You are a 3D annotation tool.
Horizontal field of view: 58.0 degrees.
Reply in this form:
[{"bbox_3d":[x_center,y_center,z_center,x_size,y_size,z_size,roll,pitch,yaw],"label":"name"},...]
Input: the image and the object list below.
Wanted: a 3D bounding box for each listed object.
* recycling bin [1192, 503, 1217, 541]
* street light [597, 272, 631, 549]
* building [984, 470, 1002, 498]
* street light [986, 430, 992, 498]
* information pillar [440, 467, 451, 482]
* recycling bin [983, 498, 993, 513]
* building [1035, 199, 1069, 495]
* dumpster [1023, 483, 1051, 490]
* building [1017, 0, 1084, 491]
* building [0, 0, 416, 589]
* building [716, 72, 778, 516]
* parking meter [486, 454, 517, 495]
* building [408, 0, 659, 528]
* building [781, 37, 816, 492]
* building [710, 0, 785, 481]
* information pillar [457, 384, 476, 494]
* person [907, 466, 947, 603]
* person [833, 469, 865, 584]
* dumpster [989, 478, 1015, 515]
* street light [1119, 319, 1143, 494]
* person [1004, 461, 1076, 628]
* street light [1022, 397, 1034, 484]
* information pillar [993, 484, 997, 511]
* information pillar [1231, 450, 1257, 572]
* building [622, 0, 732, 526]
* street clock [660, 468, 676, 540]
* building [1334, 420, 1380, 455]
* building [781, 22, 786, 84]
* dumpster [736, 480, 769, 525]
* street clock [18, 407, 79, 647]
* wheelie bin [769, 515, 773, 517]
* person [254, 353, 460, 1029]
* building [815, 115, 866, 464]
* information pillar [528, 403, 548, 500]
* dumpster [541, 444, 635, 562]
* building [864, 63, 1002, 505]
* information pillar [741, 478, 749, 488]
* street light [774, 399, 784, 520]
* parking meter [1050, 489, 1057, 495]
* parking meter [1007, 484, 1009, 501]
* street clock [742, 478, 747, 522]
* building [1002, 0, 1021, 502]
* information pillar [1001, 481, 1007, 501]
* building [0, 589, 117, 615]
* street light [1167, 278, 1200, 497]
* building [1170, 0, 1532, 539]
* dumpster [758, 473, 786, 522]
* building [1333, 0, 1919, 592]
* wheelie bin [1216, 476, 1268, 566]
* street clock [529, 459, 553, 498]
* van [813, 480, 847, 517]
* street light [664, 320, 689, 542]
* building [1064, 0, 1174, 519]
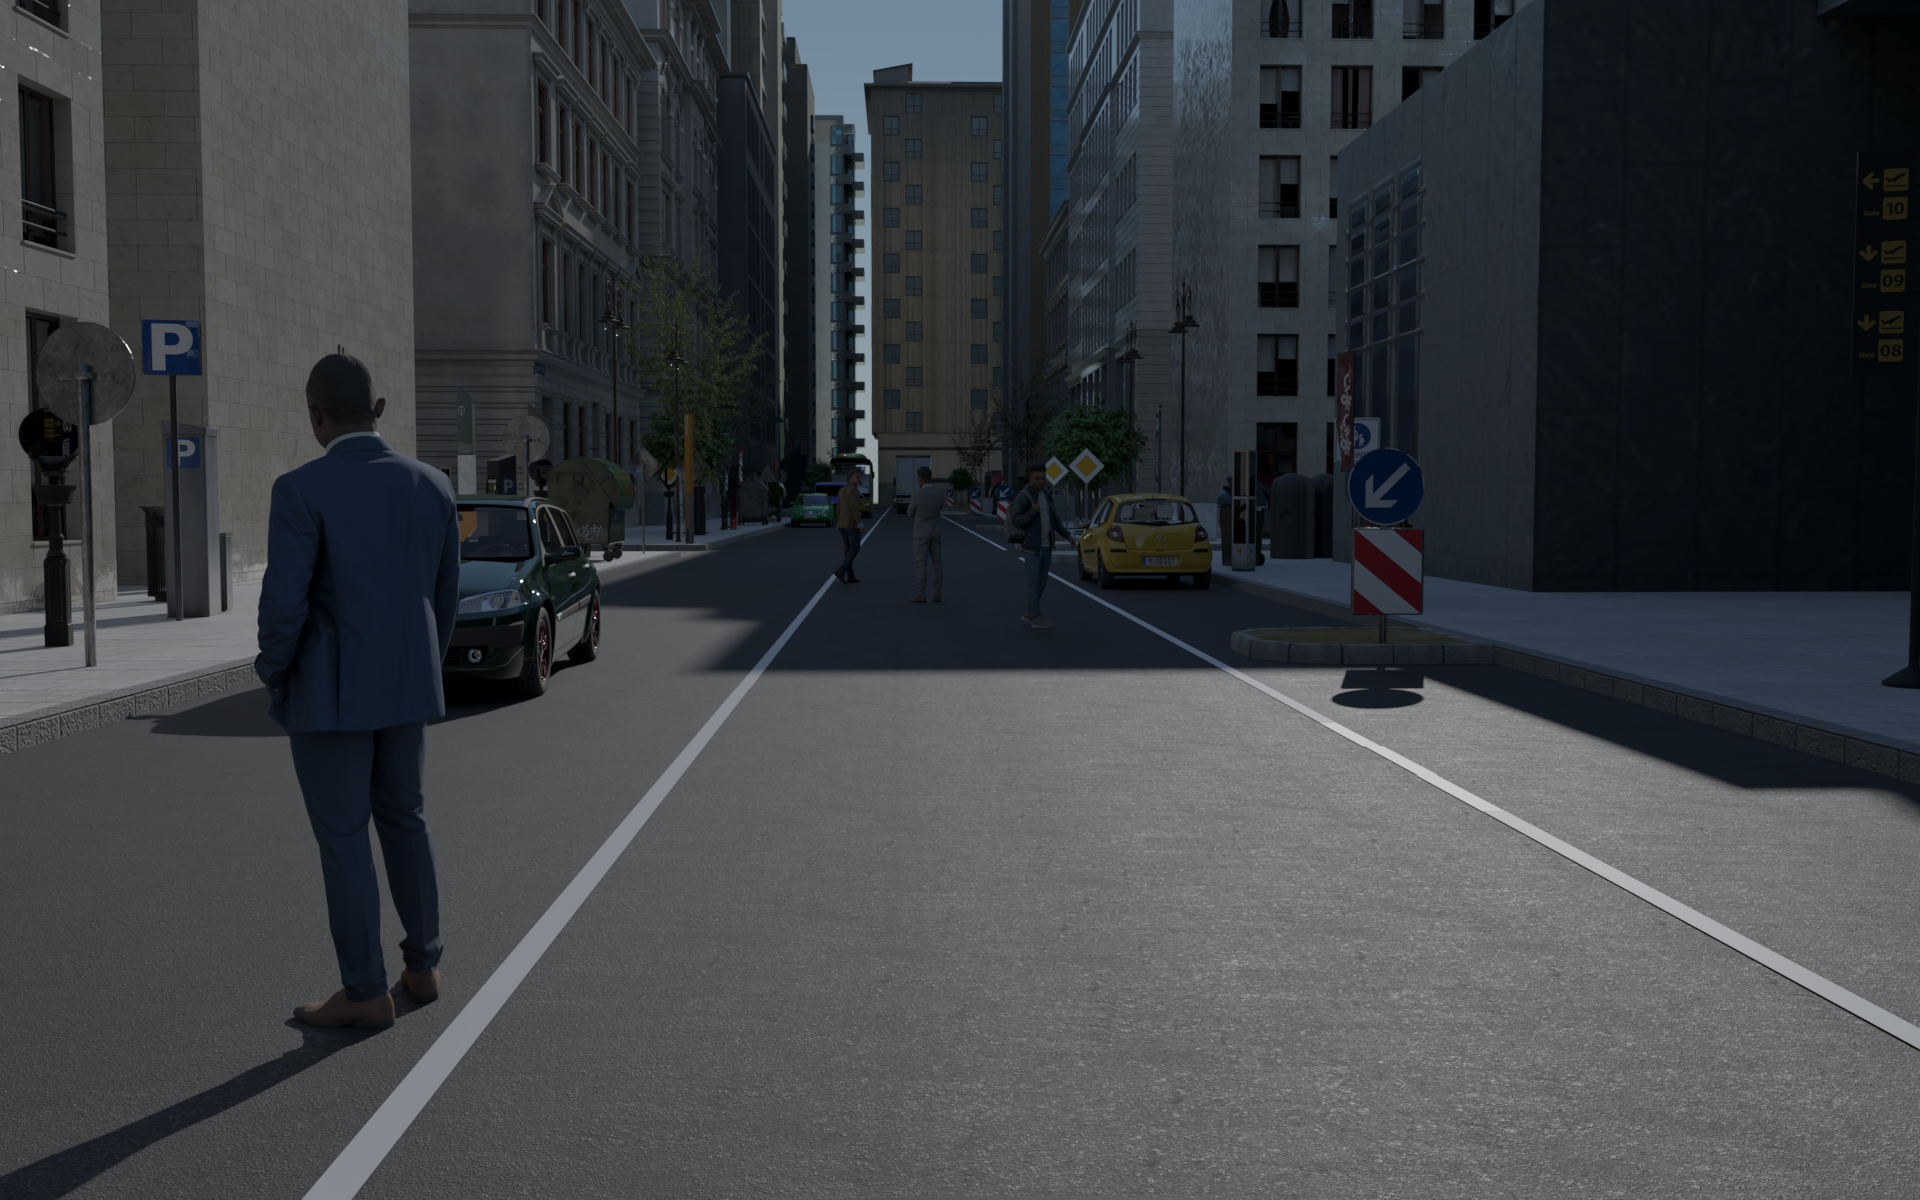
[{"bbox_3d":[6.647,-2.162,47.906,0.722,1.027,0.722,-1,4,-12],"label":"recycling bin"},{"bbox_3d":[-7.233,-3.886,36.317,0.468,5.910,1.993,0,4,-2],"label":"street light"},{"bbox_3d":[13.298,-45.470,181.689,20.563,71.187,20.611,0,4,-2],"label":"building"},{"bbox_3d":[1.993,-9.008,120.065,0.468,5.910,1.993,0,4,-2],"label":"street light"},{"bbox_3d":[-14.158,-2.643,47.709,0.304,2.012,0.304,-1,4,-15],"label":"information pillar"},{"bbox_3d":[1.891,-6.322,115.913,0.722,1.027,0.722,0,4,1],"label":"recycling bin"},{"bbox_3d":[11.375,-16.761,110.192,11.583,22.565,21.152,0,4,-2],"label":"building"},{"bbox_3d":[3.534,-4.498,79.300,1.264,1.857,1.865,0,4,-2],"label":"dumpster"},{"bbox_3d":[11.883,-29.733,136.249,14.600,45.320,14.200,0,4,-2],"label":"building"},{"bbox_3d":[-19.098,-10.637,28.664,16.860,20.320,10.420,0,4,-2],"label":"building"},{"bbox_3d":[-18.974,-19.034,104.717,14.314,27.812,24.014,0,4,-2],"label":"building"},{"bbox_3d":[-6.692,-1.199,25.317,0.255,1.863,0.399,3,4,36],"label":"parking meter"},{"bbox_3d":[-17.283,-13.554,57.763,11.583,22.565,21.152,0,4,-2],"label":"building"},{"bbox_3d":[-26.187,-34.120,181.561,21.600,48.544,21.300,0,4,-2],"label":"building"},{"bbox_3d":[-20.388,-27.088,126.490,14.154,41.232,14.086,0,4,-2],"label":"building"},{"bbox_3d":[-10.528,-2.789,36.949,0.504,3.616,0.183,2,4,34],"label":"information pillar"},{"bbox_3d":[-0.464,-0.877,23.016,0.511,1.800,0.466,-3,5,-42],"label":"person"},{"bbox_3d":[-1.754,-1.180,27.706,0.656,1.842,0.836,2,4,26],"label":"person"},{"bbox_3d":[2.560,-6.300,105.503,1.502,2.255,1.985,0,4,-2],"label":"dumpster"},{"bbox_3d":[4.520,-4.469,45.860,0.468,5.910,1.993,0,4,-2],"label":"street light"},{"bbox_3d":[0.823,-0.596,18.592,0.721,1.781,0.623,2,4,34],"label":"person"},{"bbox_3d":[3.230,-6.735,82.899,0.468,5.910,1.993,0,4,-2],"label":"street light"},{"bbox_3d":[2.493,-7.100,120.573,0.304,2.012,0.304,2,4,29],"label":"information pillar"},{"bbox_3d":[4.720,-1.485,28.778,0.304,2.012,0.304,3,4,36],"label":"information pillar"},{"bbox_3d":[-18.535,-17.906,80.153,14.401,28.519,23.554,0,4,-2],"label":"building"},{"bbox_3d":[-8.108,-2.674,48.296,0.471,2.002,0.358,-1,4,-14],"label":"street clock"},{"bbox_3d":[47.722,-34.264,183.924,21.600,48.544,21.300,0,4,-2],"label":"building"},{"bbox_3d":[-26.513,-32.380,149.020,23.786,49.044,30.456,0,4,-2],"label":"building"},{"bbox_3d":[-8.540,-4.009,71.313,1.264,1.857,1.865,0,4,-2],"label":"dumpster"},{"bbox_3d":[-7.611,-0.612,14.576,0.471,2.002,0.358,-1,4,-15],"label":"street clock"},{"bbox_3d":[-10.982,-5.536,98.419,0.980,1.594,0.693,1,4,9],"label":"wheelie bin"},{"bbox_3d":[-1.605,0.243,4.702,0.419,1.800,0.721,2,4,27],"label":"person"},{"bbox_3d":[-27.143,-36.540,217.043,30.456,49.044,23.786,0,4,-2],"label":"building"},{"bbox_3d":[-10.916,-3.268,44.794,0.504,3.616,0.183,0,4,-7],"label":"information pillar"},{"bbox_3d":[-7.161,-1.888,33.369,1.502,2.255,1.985,0,4,-2],"label":"dumpster"},{"bbox_3d":[1.857,-38.652,221.197,27.495,52.752,28.713,0,4,-2],"label":"building"},{"bbox_3d":[-9.892,-4.593,79.581,0.304,2.012,0.304,-1,4,-20],"label":"information pillar"},{"bbox_3d":[-8.807,-6.838,84.595,0.468,5.910,1.993,0,4,-2],"label":"street light"},{"bbox_3d":[4.580,-4.668,84.727,0.372,1.533,0.369,0,3,0],"label":"parking meter"},{"bbox_3d":[2.696,-5.899,102.167,0.255,1.863,0.399,-2,4,-28],"label":"parking meter"},{"bbox_3d":[-9.771,-4.535,78.723,0.358,2.002,0.471,-1,4,-9],"label":"street clock"},{"bbox_3d":[14.303,-37.621,157.107,21.231,58.520,28.212,0,4,-2],"label":"building"},{"bbox_3d":[2.429,-5.560,95.401,0.304,2.012,0.304,0,4,3],"label":"information pillar"},{"bbox_3d":[-15.096,-9.605,11.786,10.420,20.320,16.860,0,4,-2],"label":"building"},{"bbox_3d":[4.787,-3.940,37.201,0.468,5.910,1.993,0,4,-2],"label":"street light"},{"bbox_3d":[15.797,-12.181,53.917,16.860,20.320,10.420,0,4,-2],"label":"building"},{"bbox_3d":[-8.732,-4.678,78.972,1.502,2.255,1.985,0,4,-2],"label":"dumpster"},{"bbox_3d":[18.796,-42.978,15.361,22.319,86.520,31.000,0,4,-2],"label":"building"},{"bbox_3d":[5.006,-1.410,30.963,0.980,1.594,0.693,-2,4,-25],"label":"wheelie bin"},{"bbox_3d":[-8.600,-1.898,35.598,0.358,2.002,0.471,3,5,41],"label":"street clock"},{"bbox_3d":[-6.652,-5.237,90.015,2.240,2.365,5.245,0,4,-1],"label":"van"},{"bbox_3d":[-7.536,-4.489,46.177,0.468,5.910,1.993,0,4,-2],"label":"street light"},{"bbox_3d":[12.078,-18.780,84.553,11.434,29.767,29.804,0,4,-2],"label":"building"}]
